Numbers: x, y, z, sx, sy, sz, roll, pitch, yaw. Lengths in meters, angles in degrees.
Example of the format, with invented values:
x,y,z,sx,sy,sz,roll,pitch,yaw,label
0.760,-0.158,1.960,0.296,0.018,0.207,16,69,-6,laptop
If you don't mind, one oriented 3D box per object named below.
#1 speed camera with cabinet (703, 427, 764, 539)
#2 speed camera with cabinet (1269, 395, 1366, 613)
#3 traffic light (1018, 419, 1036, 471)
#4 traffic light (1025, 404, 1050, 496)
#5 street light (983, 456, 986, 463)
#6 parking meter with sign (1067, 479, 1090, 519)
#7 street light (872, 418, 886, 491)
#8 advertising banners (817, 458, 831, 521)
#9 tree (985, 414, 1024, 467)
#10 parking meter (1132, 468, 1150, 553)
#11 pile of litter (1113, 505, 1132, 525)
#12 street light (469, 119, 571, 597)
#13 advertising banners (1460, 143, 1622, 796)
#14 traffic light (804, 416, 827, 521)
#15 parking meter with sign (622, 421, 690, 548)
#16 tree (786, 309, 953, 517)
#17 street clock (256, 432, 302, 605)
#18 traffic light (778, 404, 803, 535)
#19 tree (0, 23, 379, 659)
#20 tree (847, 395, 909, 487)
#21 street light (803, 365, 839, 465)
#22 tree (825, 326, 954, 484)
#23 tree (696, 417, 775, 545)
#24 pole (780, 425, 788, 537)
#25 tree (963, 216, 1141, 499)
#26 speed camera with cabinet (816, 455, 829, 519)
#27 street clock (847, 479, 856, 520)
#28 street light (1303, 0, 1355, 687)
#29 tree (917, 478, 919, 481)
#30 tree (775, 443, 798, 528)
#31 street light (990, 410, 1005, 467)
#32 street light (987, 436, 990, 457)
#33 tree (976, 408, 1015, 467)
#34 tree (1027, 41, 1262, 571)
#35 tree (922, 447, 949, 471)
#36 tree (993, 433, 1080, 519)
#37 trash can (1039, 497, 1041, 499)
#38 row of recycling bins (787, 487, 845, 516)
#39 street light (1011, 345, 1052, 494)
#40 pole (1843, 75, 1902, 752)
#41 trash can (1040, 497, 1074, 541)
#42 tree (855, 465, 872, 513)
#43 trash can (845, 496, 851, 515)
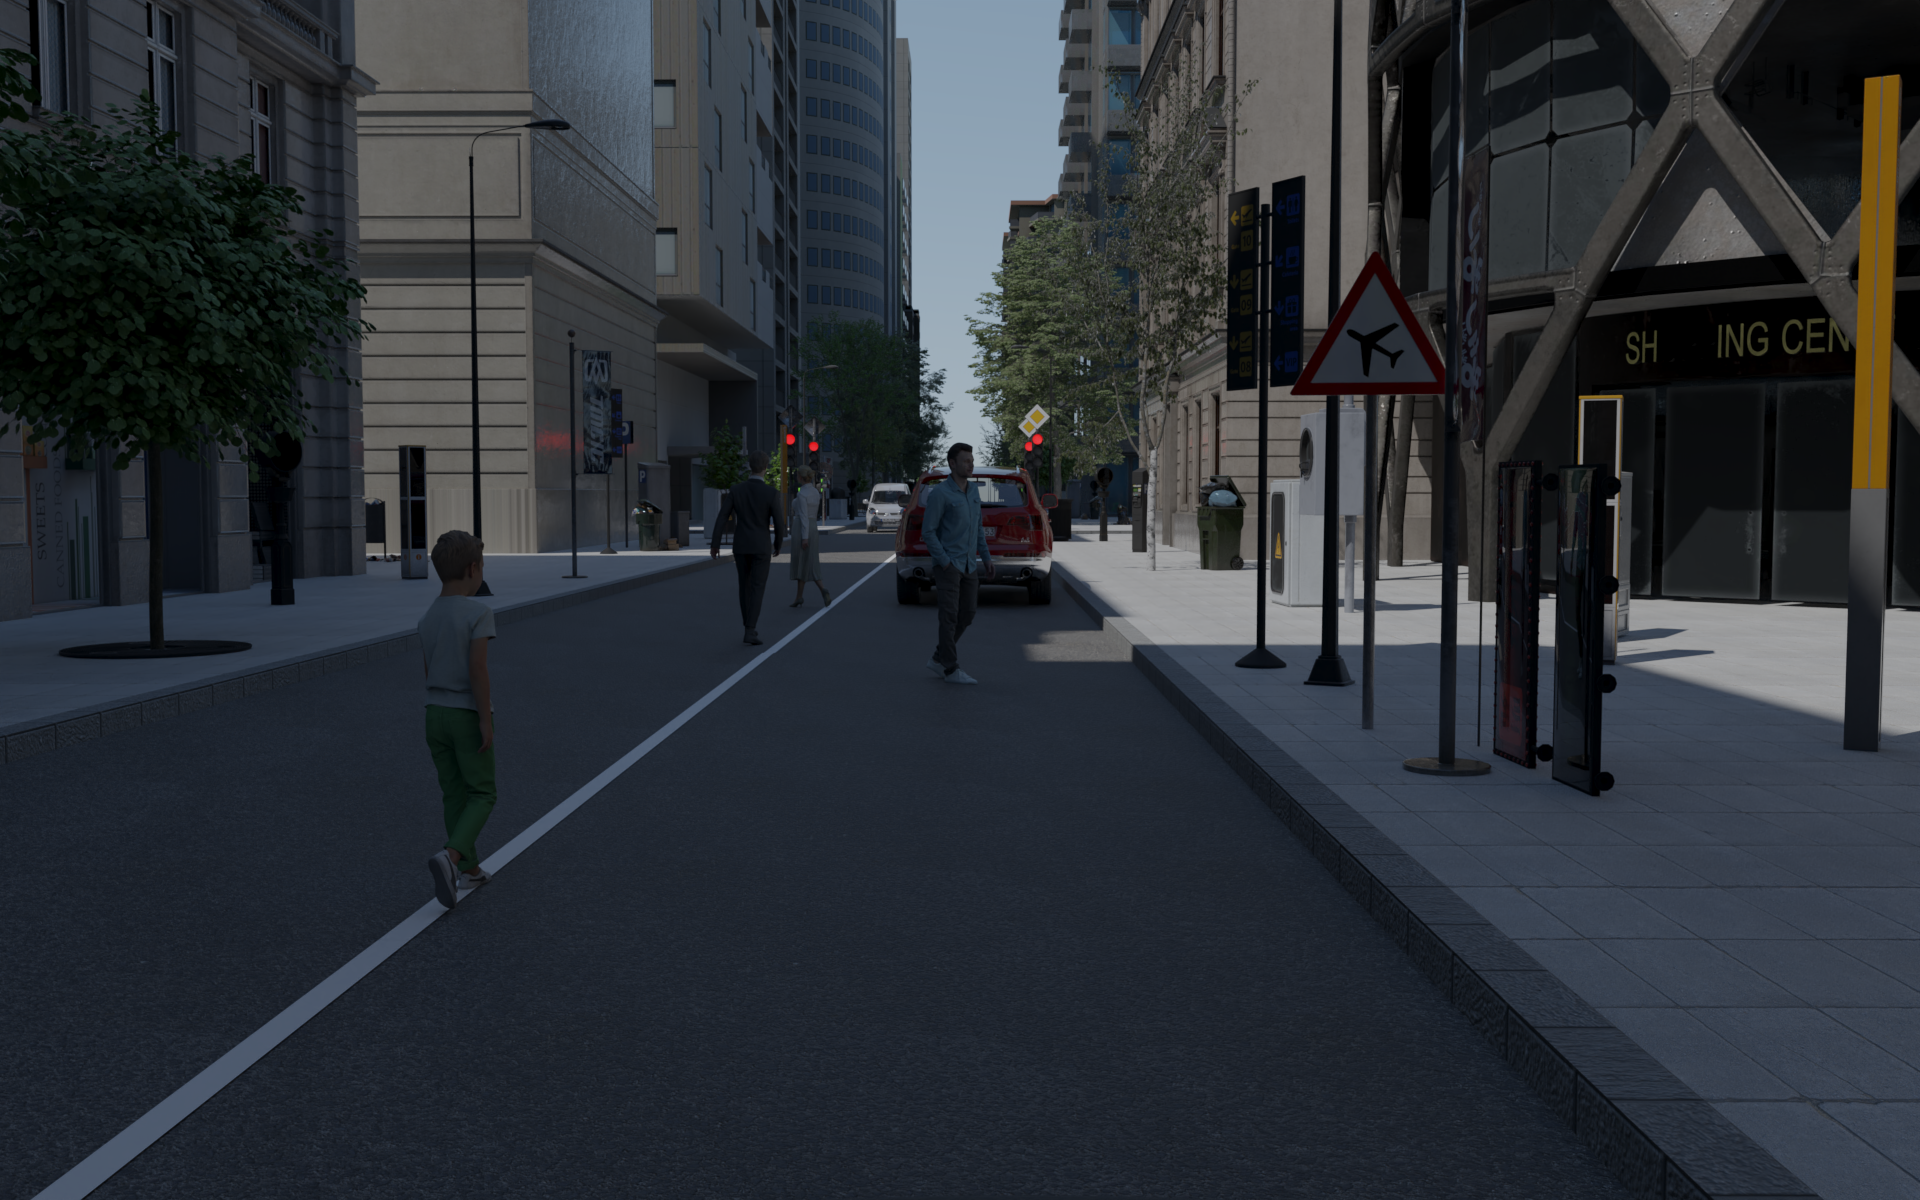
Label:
x,y,z,sx,sy,sz,roll,pitch,yaw,label
-6.551,-3.416,50.193,0.660,3.252,2.038,2,4,34,speed camera with cabinet
3.985,-1.536,19.445,0.660,3.252,2.038,0,4,-3,speed camera with cabinet
2.460,-4.478,62.130,0.839,4.253,0.868,0,4,0,traffic light
2.391,-3.989,54.145,0.839,4.253,0.868,0,4,0,traffic light
3.276,-12.092,170.252,1.470,5.913,1.316,0,4,0,street light
5.958,-5.751,90.292,1.738,3.016,0.543,1,4,18,parking meter with sign
-4.754,-8.123,105.356,1.470,5.913,1.316,0,4,0,street light
-6.568,-5.327,83.289,0.090,3.025,2.074,1,4,16,advertising banners
4.177,-10.950,129.393,4.360,8.622,3.978,0,3,0,tree
3.970,-1.979,38.061,0.255,1.863,0.399,2,4,34,parking meter
6.978,-3.560,72.172,1.176,0.858,1.719,0,4,3,pile of litter
-5.524,-3.002,21.627,1.470,5.913,1.316,0,4,0,street light
2.661,-0.735,8.199,0.090,3.025,2.074,0,4,-2,advertising banners
-5.201,-4.481,62.180,0.839,4.253,0.868,0,4,0,traffic light
-7.382,-2.794,41.941,1.738,3.016,0.543,-3,5,-44,parking meter with sign
-5.910,-10.473,96.985,9.928,11.665,9.643,0,3,0,tree
-7.845,-0.944,20.006,0.358,2.002,0.471,2,4,28,street clock
-5.270,-3.992,54.195,0.839,4.253,0.868,0,4,0,traffic light
-6.499,-1.850,13.960,4.285,4.588,4.351,0,3,0,tree
-5.785,-10.518,122.334,4.737,8.622,4.395,0,3,0,tree
-5.083,-5.512,62.660,1.470,5.913,1.316,0,4,0,street light
-5.592,-13.695,130.566,9.857,13.997,8.962,0,3,0,tree
-5.808,-3.017,43.934,1.663,3.219,1.824,0,3,0,tree
-5.197,-3.505,51.152,0.158,3.312,0.155,0,3,0,pole
3.617,-9.383,71.533,7.486,12.596,7.792,0,3,0,tree
-7.465,-5.783,88.895,0.660,3.252,2.038,-2,4,-34,speed camera with cabinet
-5.312,-4.918,84.985,0.358,2.002,0.471,3,4,37,street clock
1.955,-2.385,11.533,1.470,5.913,1.316,0,4,0,street light
-4.019,-16.476,253.098,4.285,4.588,4.351,0,3,0,tree
-6.891,-4.343,65.605,1.663,3.219,1.824,0,3,0,tree
2.529,-7.470,94.675,1.470,5.913,1.316,0,4,0,street light
2.995,-10.075,137.275,1.470,5.913,1.316,0,4,0,street light
3.634,-11.758,142.610,4.737,8.622,4.395,0,3,0,tree
3.180,-4.806,28.940,4.360,8.622,3.978,0,3,0,tree
-4.980,-22.158,296.686,8.767,10.594,7.601,-2,4,-24,tree
4.169,-5.992,81.677,4.285,4.588,4.351,0,3,0,tree
4.355,-5.350,99.121,0.748,1.137,0.748,0,3,0,trash can
-8.419,-5.720,100.641,3.534,1.692,1.069,-1,4,-10,row of recycling bins
2.289,-4.990,54.133,1.470,5.913,1.316,0,4,0,street light
4.537,-0.903,8.609,0.158,3.312,0.155,0,3,0,pole
2.730,-2.166,47.070,0.748,1.137,0.748,0,3,0,trash can
-6.782,-7.508,117.358,1.663,3.219,1.824,0,3,0,tree
-7.018,-5.737,105.453,0.748,1.137,0.748,0,3,0,trash can
